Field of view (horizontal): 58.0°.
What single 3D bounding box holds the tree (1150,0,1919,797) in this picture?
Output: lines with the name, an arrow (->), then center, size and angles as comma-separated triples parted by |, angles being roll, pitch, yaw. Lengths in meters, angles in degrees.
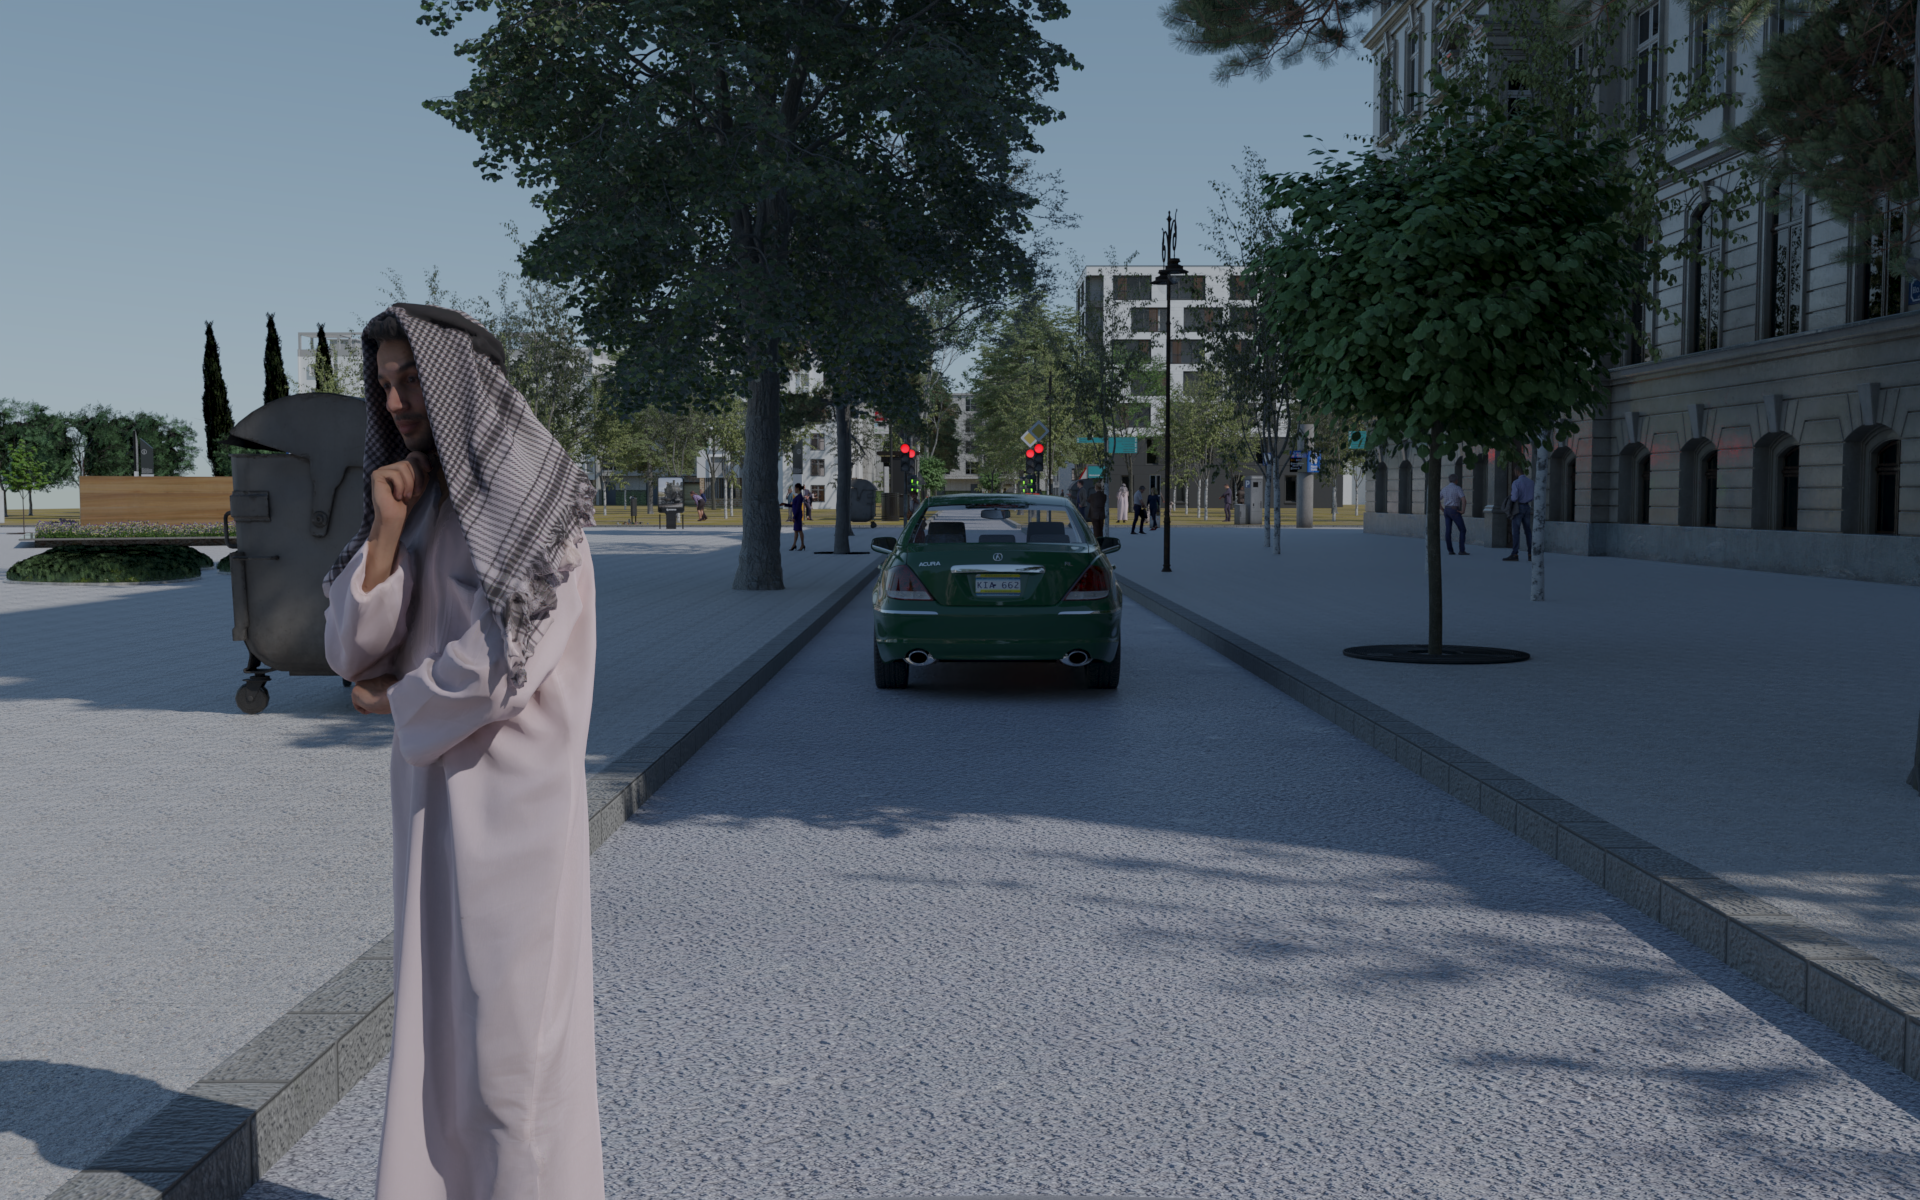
tree -> 4.223, -5.197, 7.026 | 6.751, 12.117, 7.091 | 0, 3, 0

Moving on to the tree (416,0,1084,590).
tree -> -2.720, -7.120, 23.064 | 9.857, 13.997, 8.962 | 0, 3, 0

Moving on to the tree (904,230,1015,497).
tree -> -1.697, -16.068, 118.598 | 12.611, 20.169, 13.585 | 0, 3, 0

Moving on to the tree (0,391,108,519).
tree -> -50.050, -8.137, 95.942 | 20.602, 7.101, 11.467 | 2, 4, 31

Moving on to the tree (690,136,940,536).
tree -> -3.515, -8.000, 52.849 | 6.751, 12.117, 7.091 | 0, 3, 0

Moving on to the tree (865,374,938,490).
tree -> -3.180, -8.718, 92.897 | 4.737, 8.622, 4.395 | 0, 3, 0

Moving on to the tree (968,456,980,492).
tree -> 3.264, -16.496, 220.072 | 4.737, 8.622, 4.395 | 0, 3, 0

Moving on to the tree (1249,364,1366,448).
tree -> 23.246, -11.168, 92.973 | 12.009, 13.543, 11.850 | 0, 3, 0

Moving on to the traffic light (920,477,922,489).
traffic light -> -2.031, -5.124, 73.024 | 0.839, 4.213, 0.868 | 0, 3, 0

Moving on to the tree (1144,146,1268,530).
tree -> 6.656, -5.267, 36.483 | 4.360, 8.622, 3.978 | 0, 3, 0

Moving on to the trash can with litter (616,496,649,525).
trash can with litter -> -14.049, -3.812, 73.389 | 1.678, 1.210, 2.233 | 0, 4, 7

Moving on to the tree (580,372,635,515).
tree -> -21.303, -9.365, 103.476 | 4.737, 8.622, 4.395 | 0, 3, 0

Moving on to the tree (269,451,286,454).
tree -> -50.311, -9.317, 115.234 | 20.602, 7.101, 11.467 | 0, 4, 7

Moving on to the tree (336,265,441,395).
tree -> -17.258, -6.394, 54.899 | 4.360, 8.622, 3.978 | 0, 3, 0

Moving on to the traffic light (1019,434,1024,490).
traffic light -> 2.931, -5.125, 73.039 | 0.839, 4.213, 0.868 | 0, 3, 0

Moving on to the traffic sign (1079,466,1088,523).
traffic sign -> 5.530, -4.585, 74.972 | 0.884, 2.594, 0.081 | 0, 4, 7

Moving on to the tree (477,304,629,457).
tree -> -21.772, -9.167, 84.294 | 8.767, 10.594, 7.601 | 1, 4, 9

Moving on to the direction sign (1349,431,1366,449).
direction sign -> 15.905, -4.656, 64.894 | 2.525, 3.948, 1.411 | 0, 4, 4

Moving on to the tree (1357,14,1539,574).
tree -> 7.635, -4.729, 27.689 | 4.360, 8.622, 3.978 | 0, 3, 0

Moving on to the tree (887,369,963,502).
tree -> -4.129, -16.686, 180.230 | 7.806, 13.903, 7.818 | 0, 3, 0

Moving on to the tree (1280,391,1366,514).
tree -> 24.319, -11.880, 112.361 | 7.486, 12.596, 7.792 | 0, 3, 0

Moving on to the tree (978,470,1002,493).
tree -> 3.793, -13.969, 212.110 | 4.285, 4.588, 4.351 | 0, 3, 0

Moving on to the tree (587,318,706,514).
tree -> -20.400, -11.819, 111.362 | 7.486, 12.596, 7.792 | 0, 3, 0

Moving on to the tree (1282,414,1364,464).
tree -> 27.363, -11.702, 125.738 | 8.767, 10.594, 7.601 | 1, 4, 20

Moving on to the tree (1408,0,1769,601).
tree -> 7.163, -4.299, 20.651 | 4.737, 8.622, 4.395 | 0, 3, 0

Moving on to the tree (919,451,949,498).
tree -> -2.476, -9.032, 131.391 | 4.285, 4.588, 4.351 | 0, 3, 0

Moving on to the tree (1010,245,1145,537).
tree -> 4.070, -6.125, 50.501 | 4.360, 8.622, 3.978 | 0, 3, 0

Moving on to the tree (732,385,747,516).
tree -> -13.151, -9.227, 101.219 | 4.360, 8.622, 3.978 | 0, 3, 0

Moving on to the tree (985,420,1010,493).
tree -> 4.117, -11.034, 130.776 | 4.360, 8.622, 3.978 | 0, 3, 0

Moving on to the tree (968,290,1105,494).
tree -> 4.116, -10.768, 94.183 | 7.486, 12.596, 7.792 | 0, 3, 0

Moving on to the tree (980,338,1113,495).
tree -> 4.025, -8.023, 81.534 | 4.737, 8.622, 4.395 | 0, 3, 0

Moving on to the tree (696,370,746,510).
tree -> -19.884, -13.035, 138.876 | 9.928, 11.665, 9.643 | 0, 3, 0

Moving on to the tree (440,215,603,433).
tree -> -11.105, -5.815, 45.434 | 4.360, 8.622, 3.978 | 0, 3, 0

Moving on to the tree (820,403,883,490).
tree -> -6.672, -9.467, 105.149 | 4.360, 8.622, 3.978 | 0, 3, 0

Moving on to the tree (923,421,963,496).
tree -> -3.038, -17.230, 207.460 | 9.928, 11.665, 9.643 | 0, 3, 0

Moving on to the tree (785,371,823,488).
tree -> -9.199, -8.890, 95.709 | 4.737, 8.622, 4.395 | 0, 3, 0

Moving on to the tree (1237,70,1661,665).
tree -> 3.839, -1.830, 13.636 | 4.285, 4.588, 4.351 | 0, 3, 0

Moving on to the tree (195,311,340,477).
tree -> -51.854, -14.104, 132.413 | 18.604, 14.587, 13.155 | 1, 4, 19

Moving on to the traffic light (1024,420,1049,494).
traffic light -> 2.929, -4.637, 65.054 | 0.839, 4.213, 0.868 | 0, 3, 0

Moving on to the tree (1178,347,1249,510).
tree -> 21.894, -14.065, 140.336 | 12.009, 13.543, 11.850 | 0, 3, 0

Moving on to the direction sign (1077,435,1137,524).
direction sign -> 6.238, -5.178, 73.430 | 2.525, 3.948, 1.411 | 0, 4, 7

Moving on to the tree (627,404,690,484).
tree -> -20.953, -12.420, 125.124 | 6.751, 12.117, 7.091 | 0, 3, 0

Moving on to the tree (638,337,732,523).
tree -> -12.591, -7.764, 77.304 | 4.360, 8.622, 3.978 | 0, 3, 0

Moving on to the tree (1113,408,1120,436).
tree -> 9.744, -10.696, 125.236 | 4.737, 8.622, 4.395 | 0, 3, 0

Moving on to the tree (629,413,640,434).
tree -> -21.664, -9.802, 94.673 | 8.767, 10.594, 7.601 | 0, 4, -8

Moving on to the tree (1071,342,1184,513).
tree -> 11.492, -11.745, 117.785 | 9.928, 11.665, 9.643 | 0, 3, 0

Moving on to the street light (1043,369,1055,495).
street light -> 3.337, -5.591, 64.207 | 0.468, 5.910, 1.993 | 0, 3, 0

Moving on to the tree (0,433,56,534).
tree -> -29.994, -3.708, 55.223 | 1.663, 3.219, 1.824 | 0, 3, 0

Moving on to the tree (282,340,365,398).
tree -> -29.611, -8.035, 81.728 | 4.737, 8.622, 4.395 | 0, 3, 0

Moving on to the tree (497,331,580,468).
tree -> -20.016, -7.810, 78.061 | 4.737, 8.622, 4.395 | 0, 3, 0

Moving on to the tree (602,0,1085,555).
tree -> -2.487, -7.714, 36.499 | 12.009, 13.543, 11.850 | 0, 3, 0

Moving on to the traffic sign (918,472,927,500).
traffic sign -> -2.332, -6.025, 98.506 | 0.884, 2.594, 0.081 | 0, 4, 1

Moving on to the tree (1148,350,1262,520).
tree -> 11.947, -8.239, 85.072 | 4.737, 8.622, 4.395 | 0, 3, 0

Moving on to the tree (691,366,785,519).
tree -> -11.988, -8.551, 90.163 | 4.737, 8.622, 4.395 | 0, 3, 0

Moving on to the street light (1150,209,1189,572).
street light -> 3.413, -3.403, 28.419 | 0.468, 5.910, 1.993 | 0, 3, 0

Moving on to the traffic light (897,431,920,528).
traffic light -> -2.032, -4.636, 65.039 | 0.839, 4.213, 0.868 | 0, 3, 0
